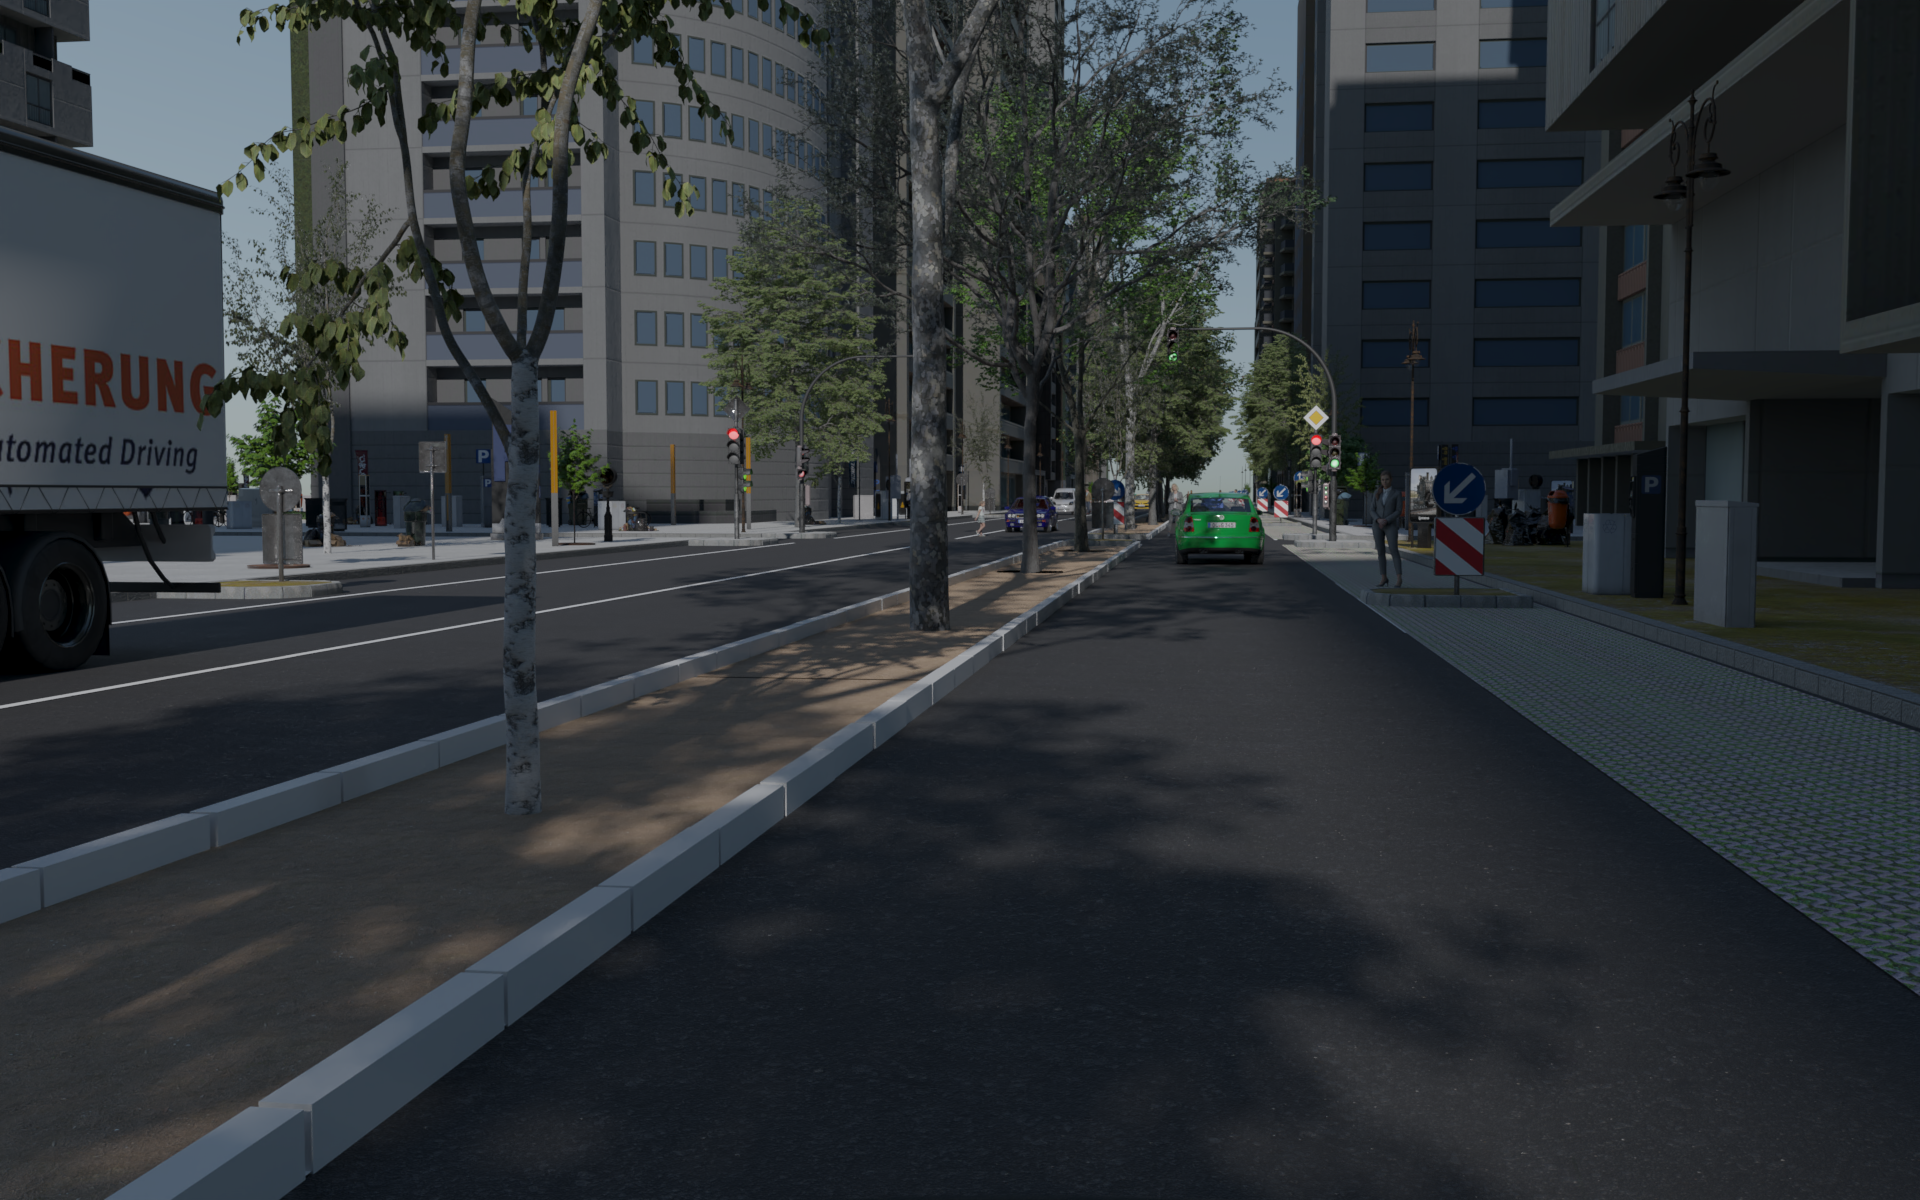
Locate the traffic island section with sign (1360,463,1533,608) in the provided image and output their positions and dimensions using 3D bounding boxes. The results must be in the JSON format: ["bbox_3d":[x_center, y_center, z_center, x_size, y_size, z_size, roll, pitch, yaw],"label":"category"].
[{"bbox_3d":[6.294,-0.856,22.624,1.989,1.847,2.006,1,4,8],"label":"traffic island section with sign"}]

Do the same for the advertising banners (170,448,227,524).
[{"bbox_3d":[-28.519,-4.196,64.798,2.074,3.025,0.090,-1,4,-22],"label":"advertising banners"}]

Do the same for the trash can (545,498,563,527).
[{"bbox_3d":[-15.745,-3.397,67.189,0.748,1.137,0.748,0,3,0],"label":"trash can"}]

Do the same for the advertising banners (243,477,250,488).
[{"bbox_3d":[-53.935,-8.356,132.810,2.074,3.025,0.090,-2,4,-32],"label":"advertising banners"}]

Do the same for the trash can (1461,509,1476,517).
[{"bbox_3d":[16.880,-2.819,57.747,0.748,1.137,0.748,0,3,0],"label":"trash can"}]

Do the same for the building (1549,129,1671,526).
[{"bbox_3d":[37.680,-25.006,63.479,28.867,44.769,22.147,1,4,8],"label":"building"}]

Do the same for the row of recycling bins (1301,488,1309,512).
[{"bbox_3d":[24.900,-7.236,125.413,1.069,1.692,3.534,1,4,9],"label":"row of recycling bins"}]

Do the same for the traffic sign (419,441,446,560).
[{"bbox_3d":[-10.271,-1.933,33.730,0.606,2.300,0.079,1,4,18],"label":"traffic sign"}]

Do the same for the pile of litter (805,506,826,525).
[{"bbox_3d":[-6.238,-3.594,72.720,1.176,0.858,1.719,-1,4,-17],"label":"pile of litter"}]

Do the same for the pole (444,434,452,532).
[{"bbox_3d":[-17.393,-3.977,58.865,0.158,3.312,0.155,0,3,0],"label":"pole"}]

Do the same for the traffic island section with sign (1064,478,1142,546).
[{"bbox_3d":[3.934,-2.450,48.190,2.006,1.907,1.989,1,4,8],"label":"traffic island section with sign"}]

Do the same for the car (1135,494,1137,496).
[{"bbox_3d":[20.382,-12.048,205.785,1.959,1.807,4.718,1,4,9],"label":"car"}]

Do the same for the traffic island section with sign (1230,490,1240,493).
[{"bbox_3d":[25.144,-8.855,153.401,1.989,1.847,2.006,1,4,8],"label":"traffic island section with sign"}]

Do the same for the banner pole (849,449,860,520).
[{"bbox_3d":[-5.086,-5.769,84.348,0.863,3.779,0.401,-3,5,-40],"label":"banner pole"}]

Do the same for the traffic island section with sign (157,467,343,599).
[{"bbox_3d":[-9.956,-0.980,24.645,1.989,1.847,2.006,1,4,8],"label":"traffic island section with sign"}]

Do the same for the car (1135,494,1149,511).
[{"bbox_3d":[15.748,-8.490,149.037,2.015,1.641,3.980,1,4,10],"label":"car"}]

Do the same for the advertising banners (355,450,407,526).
[{"bbox_3d":[-23.091,-4.458,69.072,2.074,3.025,0.090,-3,5,-41],"label":"advertising banners"}]

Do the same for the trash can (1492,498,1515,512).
[{"bbox_3d":[19.071,-3.007,60.812,0.748,1.137,0.748,0,3,0],"label":"trash can"}]

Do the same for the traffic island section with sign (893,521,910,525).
[{"bbox_3d":[-1.975,-4.366,80.010,1.989,1.847,2.006,1,4,8],"label":"traffic island section with sign"}]

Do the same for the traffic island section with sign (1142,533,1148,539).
[{"bbox_3d":[5.000,-2.898,55.521,2.006,1.907,1.989,1,4,8],"label":"traffic island section with sign"}]

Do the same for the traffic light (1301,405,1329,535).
[{"bbox_3d":[11.238,-4.033,54.853,0.839,4.253,0.868,1,4,8],"label":"traffic light"}]

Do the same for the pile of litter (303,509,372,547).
[{"bbox_3d":[-15.573,-1.739,42.395,1.719,0.858,1.176,1,4,15],"label":"pile of litter"}]

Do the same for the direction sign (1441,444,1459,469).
[{"bbox_3d":[22.283,-5.313,78.858,0.379,3.537,0.876,-3,5,-41],"label":"direction sign"}]

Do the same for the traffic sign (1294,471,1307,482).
[{"bbox_3d":[18.956,-5.888,96.369,0.768,2.556,0.104,1,4,12],"label":"traffic sign"}]

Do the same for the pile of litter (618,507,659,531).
[{"bbox_3d":[-11.262,-2.813,59.961,1.719,0.858,1.176,2,4,31],"label":"pile of litter"}]

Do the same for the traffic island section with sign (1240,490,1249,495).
[{"bbox_3d":[17.997,-5.823,103.829,1.989,1.847,2.006,1,4,8],"label":"traffic island section with sign"}]

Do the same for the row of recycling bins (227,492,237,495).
[{"bbox_3d":[-47.526,-6.570,114.528,1.069,1.692,3.534,2,4,28],"label":"row of recycling bins"}]

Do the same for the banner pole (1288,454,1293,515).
[{"bbox_3d":[20.676,-7.257,108.672,0.401,3.779,0.863,0,4,-4],"label":"banner pole"}]

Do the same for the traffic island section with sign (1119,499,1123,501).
[{"bbox_3d":[24.645,-15.664,264.733,1.989,1.847,2.006,1,4,8],"label":"traffic island section with sign"}]

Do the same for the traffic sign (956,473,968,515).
[{"bbox_3d":[0.107,-6.482,106.080,0.768,2.556,0.104,1,4,15],"label":"traffic sign"}]

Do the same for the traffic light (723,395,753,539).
[{"bbox_3d":[-6.346,-3.693,49.295,0.839,4.253,0.868,1,4,8],"label":"traffic light"}]

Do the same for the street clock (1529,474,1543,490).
[{"bbox_3d":[21.272,-3.637,64.028,0.358,2.002,0.471,-2,4,-34],"label":"street clock"}]

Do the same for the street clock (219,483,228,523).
[{"bbox_3d":[-32.682,-4.410,76.666,0.471,2.002,0.358,-3,4,-39],"label":"street clock"}]

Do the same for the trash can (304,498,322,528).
[{"bbox_3d":[-24.529,-3.309,65.750,0.748,1.137,0.748,0,3,0],"label":"trash can"}]

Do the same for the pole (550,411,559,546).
[{"bbox_3d":[-9.933,-2.971,42.416,0.158,3.312,0.155,0,3,0],"label":"pole"}]

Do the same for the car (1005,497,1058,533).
[{"bbox_3d":[2.723,-3.254,65.789,1.945,1.354,3.894,1,4,9],"label":"car"}]

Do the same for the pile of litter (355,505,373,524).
[{"bbox_3d":[-25.454,-3.606,72.917,1.176,0.858,1.719,3,4,39],"label":"pile of litter"}]

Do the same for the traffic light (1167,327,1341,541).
[{"bbox_3d":[8.015,-4.430,47.106,4.771,5.953,1.251,1,4,8],"label":"traffic light"}]

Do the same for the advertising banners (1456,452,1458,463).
[{"bbox_3d":[20.628,-4.651,72.229,0.090,3.025,2.074,1,4,11],"label":"advertising banners"}]

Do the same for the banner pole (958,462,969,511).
[{"bbox_3d":[0.247,-8.700,132.268,0.863,3.779,0.401,1,4,17],"label":"banner pole"}]

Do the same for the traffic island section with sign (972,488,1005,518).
[{"bbox_3d":[1.868,-5.998,106.691,1.989,1.847,2.006,1,4,8],"label":"traffic island section with sign"}]

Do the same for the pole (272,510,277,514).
[{"bbox_3d":[-26.287,-4.434,66.340,0.158,3.312,0.155,0,3,0],"label":"pole"}]

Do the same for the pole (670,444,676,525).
[{"bbox_3d":[-11.797,-4.733,71.228,0.158,3.312,0.155,0,3,0],"label":"pole"}]

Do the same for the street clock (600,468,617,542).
[{"bbox_3d":[-9.483,-2.574,46.657,0.471,2.002,0.358,1,4,9],"label":"street clock"}]

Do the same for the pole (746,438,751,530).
[{"bbox_3d":[-7.641,-4.205,62.598,0.158,3.312,0.155,0,3,0],"label":"pole"}]

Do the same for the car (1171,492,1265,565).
[{"bbox_3d":[5.449,-1.703,36.644,1.959,1.807,4.718,0,4,6],"label":"car"}]

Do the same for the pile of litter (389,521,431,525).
[{"bbox_3d":[-23.089,-3.579,72.484,1.719,0.858,1.176,0,4,-5],"label":"pile of litter"}]

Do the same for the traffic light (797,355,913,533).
[{"bbox_3d":[-3.124,-5.032,56.935,4.771,5.953,1.251,1,4,8],"label":"traffic light"}]

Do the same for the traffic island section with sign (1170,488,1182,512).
[{"bbox_3d":[15.709,-7.447,129.895,2.006,1.907,1.989,1,4,8],"label":"traffic island section with sign"}]

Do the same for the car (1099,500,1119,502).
[{"bbox_3d":[15.400,-10.170,178.634,2.083,1.381,4.827,1,4,10],"label":"car"}]

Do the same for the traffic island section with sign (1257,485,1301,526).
[{"bbox_3d":[14.160,-4.191,77.147,1.989,1.847,2.006,1,4,8],"label":"traffic island section with sign"}]

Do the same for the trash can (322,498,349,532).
[{"bbox_3d":[-21.319,-2.915,59.319,0.748,1.137,0.748,0,3,0],"label":"trash can"}]
